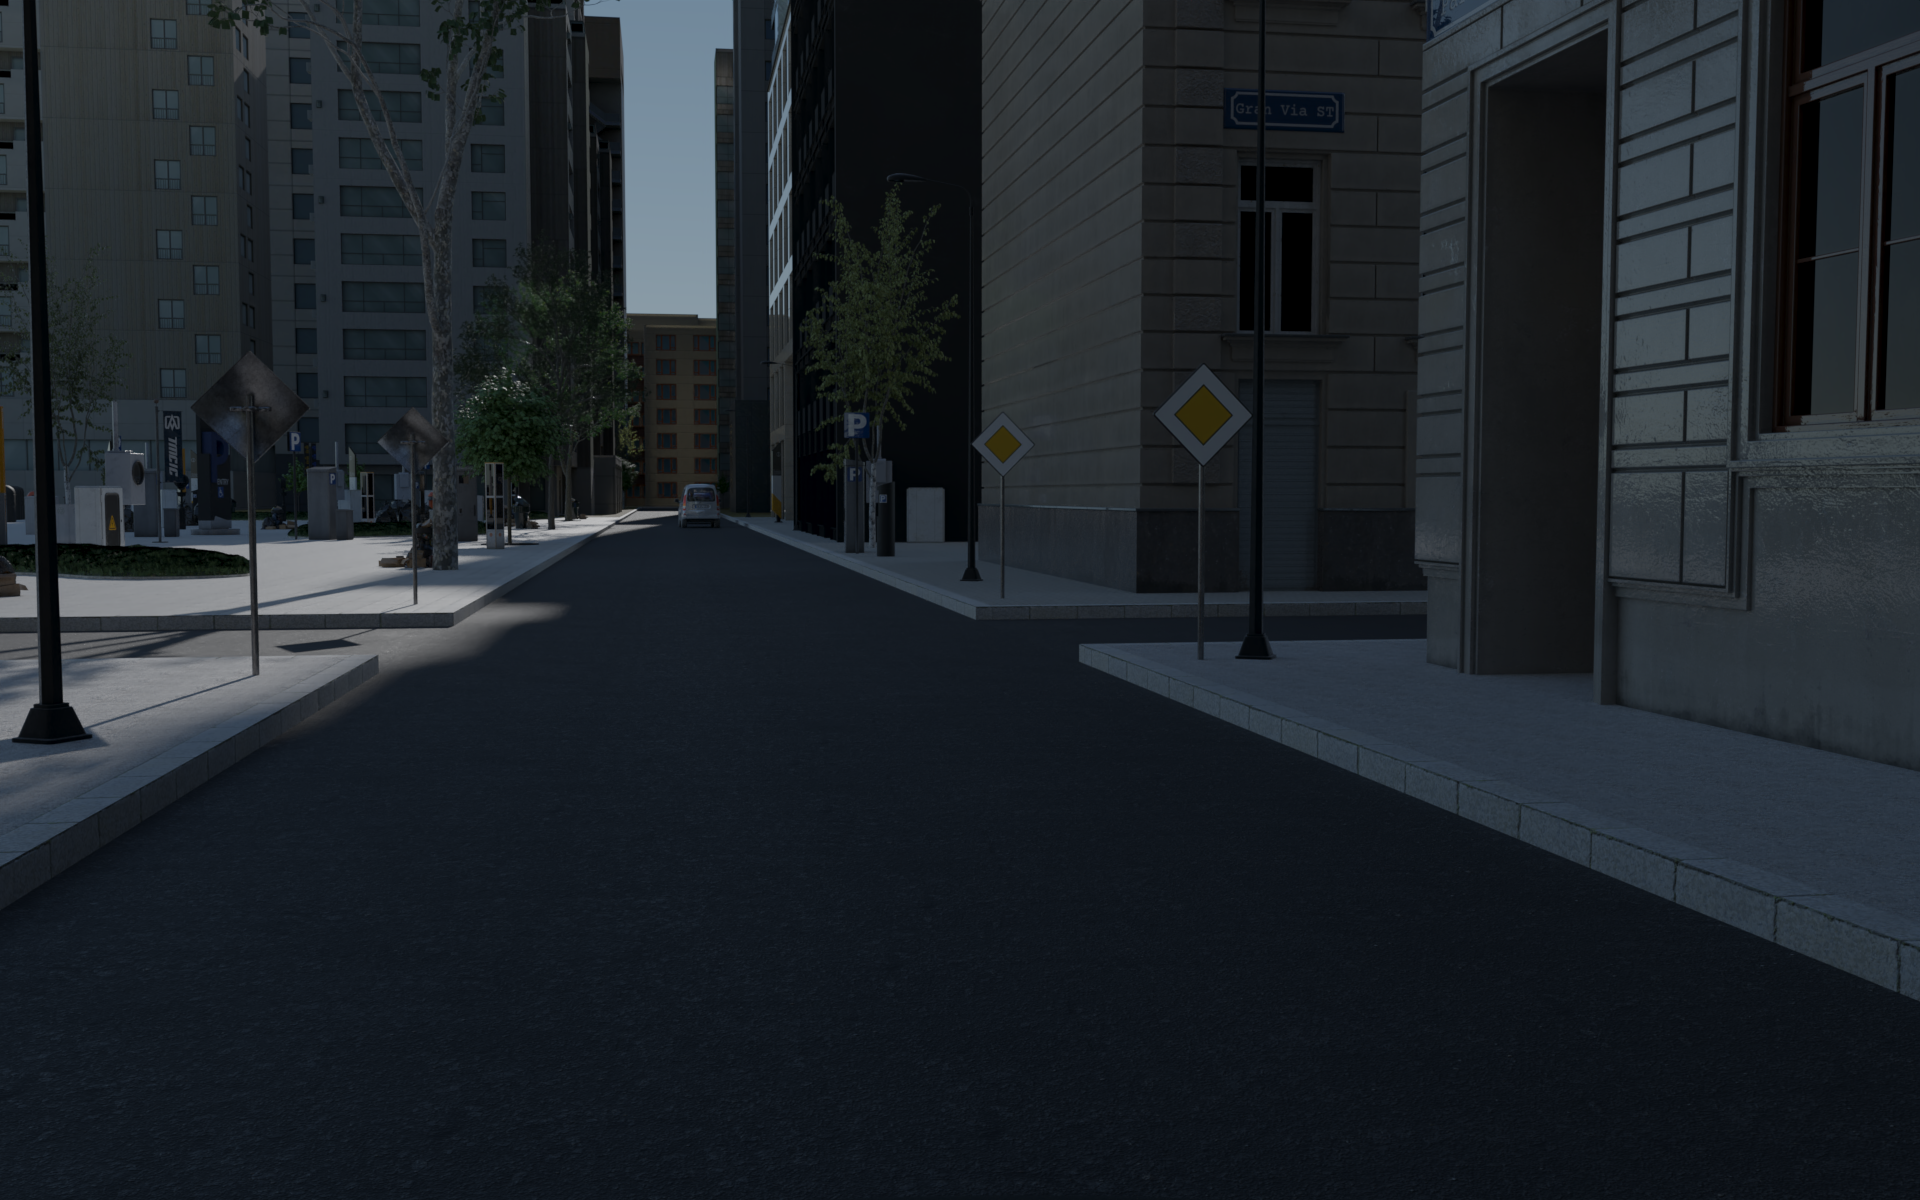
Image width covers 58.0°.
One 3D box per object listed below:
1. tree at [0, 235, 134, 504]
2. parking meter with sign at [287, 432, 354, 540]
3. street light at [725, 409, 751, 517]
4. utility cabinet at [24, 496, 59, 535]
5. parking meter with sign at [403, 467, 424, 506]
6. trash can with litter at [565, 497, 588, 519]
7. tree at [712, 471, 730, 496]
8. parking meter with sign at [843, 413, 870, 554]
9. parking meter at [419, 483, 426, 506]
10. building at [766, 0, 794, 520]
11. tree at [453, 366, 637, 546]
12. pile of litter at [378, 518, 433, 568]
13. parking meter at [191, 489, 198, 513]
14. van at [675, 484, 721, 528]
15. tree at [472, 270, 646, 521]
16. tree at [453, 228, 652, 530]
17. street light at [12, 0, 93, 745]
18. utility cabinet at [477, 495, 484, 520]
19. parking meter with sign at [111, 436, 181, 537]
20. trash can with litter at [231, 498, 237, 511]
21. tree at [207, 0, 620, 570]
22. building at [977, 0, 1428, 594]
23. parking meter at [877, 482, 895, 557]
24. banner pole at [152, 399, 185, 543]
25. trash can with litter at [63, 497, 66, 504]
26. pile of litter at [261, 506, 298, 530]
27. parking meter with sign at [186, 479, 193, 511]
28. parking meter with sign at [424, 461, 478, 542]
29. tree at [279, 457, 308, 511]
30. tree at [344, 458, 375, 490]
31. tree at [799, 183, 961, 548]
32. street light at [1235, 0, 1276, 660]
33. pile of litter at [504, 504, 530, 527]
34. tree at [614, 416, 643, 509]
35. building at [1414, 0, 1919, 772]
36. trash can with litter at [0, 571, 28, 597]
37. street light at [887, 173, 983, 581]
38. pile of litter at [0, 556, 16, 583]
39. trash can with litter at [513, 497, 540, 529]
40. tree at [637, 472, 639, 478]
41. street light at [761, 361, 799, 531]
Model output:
[{"bbox_3d":[-24.573,-5.936,47.409,4.360,8.622,3.978,0,3,0],"label":"tree"},{"bbox_3d":[-17.860,-3.193,48.470,1.738,3.016,0.543,1,4,11],"label":"parking meter with sign"},{"bbox_3d":[-12.208,-7.506,95.258,1.470,5.913,1.316,-1,4,-10],"label":"street light"},{"bbox_3d":[-29.001,-2.664,54.714,1.020,1.237,0.306,1,4,10],"label":"utility cabinet"},{"bbox_3d":[-26.532,-5.347,83.677,1.738,3.016,0.543,1,4,13],"label":"parking meter with sign"},{"bbox_3d":[-19.376,-4.659,87.557,1.055,1.170,0.624,-3,5,-40],"label":"trash can with litter"},{"bbox_3d":[-20.153,-9.277,146.288,1.663,3.219,1.824,0,3,0],"label":"tree"},{"bbox_3d":[-2.298,-2.548,37.925,0.543,3.016,1.738,0,4,-6],"label":"parking meter with sign"},{"bbox_3d":[-27.721,-5.117,89.382,0.399,1.863,0.255,-2,4,-24],"label":"parking meter"},{"bbox_3d":[1.849,-16.841,79.867,19.350,26.468,34.151,-1,4,-10],"label":"building"},{"bbox_3d":[-11.306,-3.666,43.653,4.285,4.588,4.351,0,3,0],"label":"tree"},{"bbox_3d":[-9.612,-1.009,30.464,1.176,0.858,1.719,-2,4,-27],"label":"pile of litter"},{"bbox_3d":[-39.067,-4.896,88.466,0.372,1.533,0.369,0,3,0],"label":"parking meter"},{"bbox_3d":[-11.282,-4.146,74.806,2.013,2.044,4.112,-1,4,-12],"label":"van"},{"bbox_3d":[-18.574,-9.512,81.271,9.928,11.665,9.643,0,3,0],"label":"tree"},{"bbox_3d":[-14.853,-7.793,61.836,8.767,10.594,7.601,1,4,16],"label":"tree"},{"bbox_3d":[-4.197,-2.226,8.934,1.470,5.913,1.316,-1,4,-10],"label":"street light"},{"bbox_3d":[-22.344,-4.253,80.692,0.306,1.237,1.020,-1,4,-12],"label":"utility cabinet"},{"bbox_3d":[-24.257,-3.388,51.658,1.738,3.016,0.543,0,4,-6],"label":"parking meter with sign"},{"bbox_3d":[-36.637,-4.650,87.409,0.624,1.170,1.055,3,4,36],"label":"trash can with litter"},{"bbox_3d":[-10.079,-10.608,29.327,12.611,20.169,13.585,0,3,0],"label":"tree"},{"bbox_3d":[13.273,-14.178,29.079,25.104,27.353,12.463,-1,4,-10],"label":"building"},{"bbox_3d":[-1.525,-1.663,35.602,0.372,1.533,0.369,0,3,0],"label":"parking meter"},{"bbox_3d":[-20.928,-3.407,45.728,0.863,3.779,0.401,-3,5,-41],"label":"banner pole"},{"bbox_3d":[-44.752,-4.625,86.678,2.233,1.210,1.678,3,4,36],"label":"trash can with litter"},{"bbox_3d":[-24.705,-3.008,63.145,1.719,0.858,1.176,-3,5,-39],"label":"pile of litter"},{"bbox_3d":[-39.074,-5.558,87.136,0.543,3.016,1.738,-3,5,-41],"label":"parking meter with sign"},{"bbox_3d":[-13.488,-3.096,46.878,0.543,3.016,1.738,3,5,45],"label":"parking meter with sign"},{"bbox_3d":[-34.298,-5.797,89.375,1.663,3.219,1.824,0,3,0],"label":"tree"},{"bbox_3d":[-31.807,-5.935,91.644,1.663,3.219,1.824,0,3,0],"label":"tree"},{"bbox_3d":[-2.075,-5.575,41.507,4.737,8.622,4.395,0,3,0],"label":"tree"},{"bbox_3d":[1.780,-2.493,13.294,1.470,5.913,1.316,-1,4,-10],"label":"street light"},{"bbox_3d":[-19.513,-3.665,73.881,1.719,0.858,1.176,1,4,19],"label":"pile of litter"},{"bbox_3d":[-29.688,-12.367,152.561,4.360,8.622,3.978,0,3,0],"label":"tree"},{"bbox_3d":[10.063,-10.249,3.731,11.583,22.565,21.152,-1,4,-10],"label":"building"},{"bbox_3d":[-12.218,-0.618,21.486,0.624,1.170,1.055,2,4,26],"label":"trash can with litter"},{"bbox_3d":[-0.365,-3.230,25.348,1.470,5.913,1.316,-1,4,-10],"label":"street light"},{"bbox_3d":[-13.587,-0.578,23.423,1.176,0.858,1.719,3,4,37],"label":"pile of litter"},{"bbox_3d":[-15.909,-3.199,63.698,1.055,1.170,0.624,2,4,25],"label":"trash can with litter"},{"bbox_3d":[-28.617,-9.893,145.471,4.285,4.588,4.351,0,3,0],"label":"tree"},{"bbox_3d":[-6.249,-5.387,60.610,1.470,5.913,1.316,-1,4,-10],"label":"street light"}]
